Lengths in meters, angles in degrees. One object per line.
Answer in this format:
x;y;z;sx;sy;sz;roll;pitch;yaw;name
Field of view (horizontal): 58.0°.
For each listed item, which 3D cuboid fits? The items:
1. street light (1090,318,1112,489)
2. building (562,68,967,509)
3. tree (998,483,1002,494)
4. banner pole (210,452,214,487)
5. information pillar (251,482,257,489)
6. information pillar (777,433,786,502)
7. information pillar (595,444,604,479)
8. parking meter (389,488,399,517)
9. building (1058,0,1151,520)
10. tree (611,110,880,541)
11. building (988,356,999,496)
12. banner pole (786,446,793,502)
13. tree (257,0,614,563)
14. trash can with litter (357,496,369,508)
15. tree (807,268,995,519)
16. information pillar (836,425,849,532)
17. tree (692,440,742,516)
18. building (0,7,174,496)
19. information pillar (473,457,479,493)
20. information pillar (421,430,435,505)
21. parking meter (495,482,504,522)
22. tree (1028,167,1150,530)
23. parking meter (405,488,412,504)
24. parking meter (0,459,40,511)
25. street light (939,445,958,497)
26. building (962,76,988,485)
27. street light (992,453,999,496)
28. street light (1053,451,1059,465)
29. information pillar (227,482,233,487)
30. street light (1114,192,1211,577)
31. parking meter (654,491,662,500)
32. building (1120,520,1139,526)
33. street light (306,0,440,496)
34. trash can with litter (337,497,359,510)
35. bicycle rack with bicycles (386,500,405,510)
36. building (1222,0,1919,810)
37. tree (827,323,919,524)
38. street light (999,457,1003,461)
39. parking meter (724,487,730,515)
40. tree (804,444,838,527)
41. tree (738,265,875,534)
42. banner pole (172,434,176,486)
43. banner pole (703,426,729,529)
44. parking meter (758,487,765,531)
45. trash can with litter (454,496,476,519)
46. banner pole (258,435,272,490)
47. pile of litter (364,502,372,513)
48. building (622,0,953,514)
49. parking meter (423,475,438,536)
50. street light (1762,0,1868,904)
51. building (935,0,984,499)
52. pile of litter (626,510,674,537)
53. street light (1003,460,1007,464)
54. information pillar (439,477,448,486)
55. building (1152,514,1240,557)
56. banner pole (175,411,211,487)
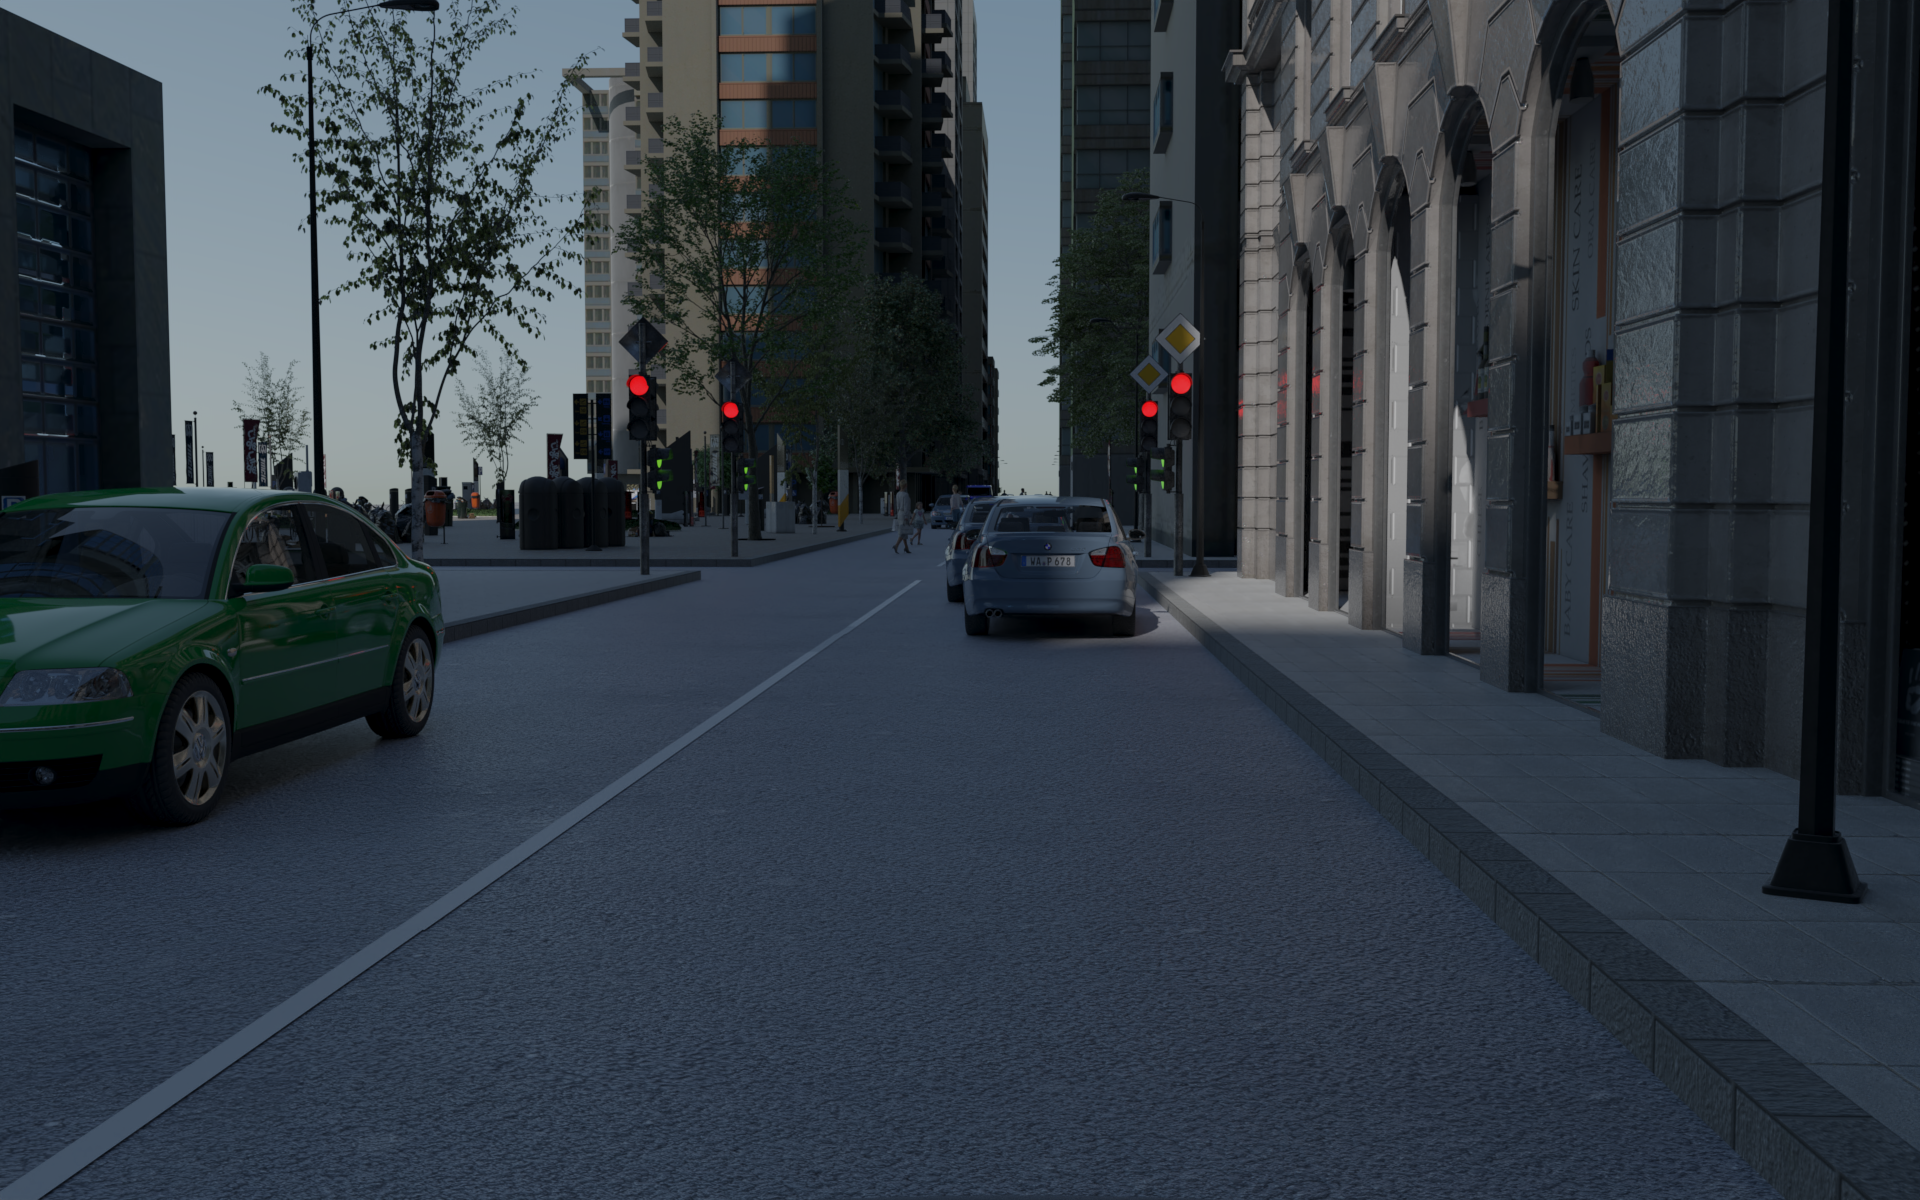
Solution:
4.124;-4.481;45.807;1.470;5.913;1.316;0;4;3;street light
-15.715;-28.120;151.640;32.217;40.220;23.993;0;4;3;building
5.731;-16.797;269.232;1.663;3.219;1.824;0;3;0;tree
-39.141;-6.121;90.089;0.401;3.779;0.863;2;4;31;banner pole
-27.370;-4.634;67.124;0.183;3.616;0.504;-2;4;-35;information pillar
-6.841;-4.590;66.401;0.183;3.616;0.504;-3;5;-41;information pillar
-14.203;-4.705;68.281;0.183;3.616;0.504;2;4;24;information pillar
-23.447;-3.876;71.775;0.372;1.533;0.369;0;3;0;parking meter
12.918;-25.612;102.353;14.154;41.232;14.086;0;4;3;building
-5.834;-7.462;47.766;9.928;11.665;9.643;0;3;0;tree
-8.973;-23.685;232.295;27.650;21.520;28.899;0;4;3;building
-8.858;-6.044;88.830;0.863;3.779;0.401;1;4;14;banner pole
-6.727;-4.381;21.997;4.360;8.622;3.978;0;3;0;tree
-35.329;-5.598;102.912;0.624;1.170;1.055;1;4;23;trash can with litter
-2.995;-10.462;88.067;9.611;12.733;9.660;0;3;0;tree
-4.009;-4.156;59.301;0.183;3.616;0.504;2;4;35;information pillar
-14.163;-7.153;100.668;4.285;4.588;4.351;0;3;0;tree
-28.490;-42.927;14.528;31.000;86.520;22.319;0;4;3;building
-30.926;-7.297;110.660;0.183;3.616;0.504;1;4;21;information pillar
-17.143;-3.938;55.747;0.183;3.616;0.504;3;5;43;information pillar
-21.340;-4.564;80.335;0.399;1.863;0.255;-1;4;-15;parking meter
6.124;-8.739;61.005;7.486;12.596;7.792;0;3;0;tree
-23.619;-4.031;74.316;0.372;1.533;0.369;0;3;0;parking meter
-6.902;-0.258;12.622;0.372;1.533;0.369;0;3;0;parking meter
-0.750;-8.561;112.521;1.470;5.913;1.316;0;4;3;street light
-7.652;-35.593;205.648;21.300;48.544;21.600;0;4;3;building
3.316;-13.608;195.030;1.470;5.913;1.316;0;4;3;street light
11.061;-13.060;186.074;1.470;5.913;1.316;0;4;3;street light
-43.103;-5.983;102.321;0.304;2.012;0.304;-2;4;-29;information pillar
3.193;-3.319;26.807;1.470;5.913;1.316;0;4;3;street light
-15.352;-5.051;88.290;0.399;1.863;0.255;1;4;11;parking meter
11.905;-23.974;75.566;14.154;41.232;14.086;0;4;3;building
-5.551;-2.679;16.338;1.470;5.913;1.316;0;4;3;street light
-17.787;-2.410;50.458;1.678;1.210;2.233;0;4;-4;trash can with litter
-32.052;-5.449;102.473;2.925;0.926;2.852;1;4;16;bicycle rack with bicycles
9.606;-10.561;14.480;13.314;21.916;24.055;0;4;3;building
-4.140;-7.595;74.545;4.360;8.622;3.978;0;3;0;tree
4.271;-14.908;216.282;1.470;5.913;1.316;0;4;3;street light
-14.104;-6.041;104.479;0.399;1.863;0.255;2;4;29;parking meter
-5.227;-4.429;67.021;1.663;3.219;1.824;0;3;0;tree
-4.872;-6.409;55.143;4.737;8.622;4.395;0;3;0;tree
-28.925;-4.494;63.488;0.401;3.779;0.863;0;4;3;banner pole
-8.900;-4.510;63.754;0.863;3.779;0.401;2;4;35;banner pole
-7.010;-3.181;60.414;0.372;1.533;0.369;0;3;0;parking meter
-25.644;-4.795;89.786;0.624;1.170;1.055;3;5;40;trash can with litter
-29.361;-5.096;73.333;0.401;3.779;0.863;2;4;30;banner pole
-32.994;-5.009;95.855;1.176;0.858;1.719;-2;4;-25;pile of litter
-11.924;-28.763;124.906;22.147;44.769;28.867;0;4;3;building
-16.374;-2.929;53.608;0.255;1.863;0.399;2;4;25;parking meter
2.221;-2.013;5.449;1.470;5.913;1.316;0;4;3;street light
-5.675;-49.976;255.357;20.563;71.187;20.611;0;4;3;building
-9.491;-2.334;52.123;1.719;0.858;1.176;0;4;-3;pile of litter
5.385;-16.205;237.493;1.470;5.913;1.316;0;4;3;street light
-22.217;-4.282;74.504;0.304;2.012;0.304;-2;4;-32;information pillar
15.721;-25.700;43.896;21.600;48.544;21.300;0;4;3;building
-23.019;-3.789;51.967;0.401;3.779;0.863;0;4;4;banner pole
